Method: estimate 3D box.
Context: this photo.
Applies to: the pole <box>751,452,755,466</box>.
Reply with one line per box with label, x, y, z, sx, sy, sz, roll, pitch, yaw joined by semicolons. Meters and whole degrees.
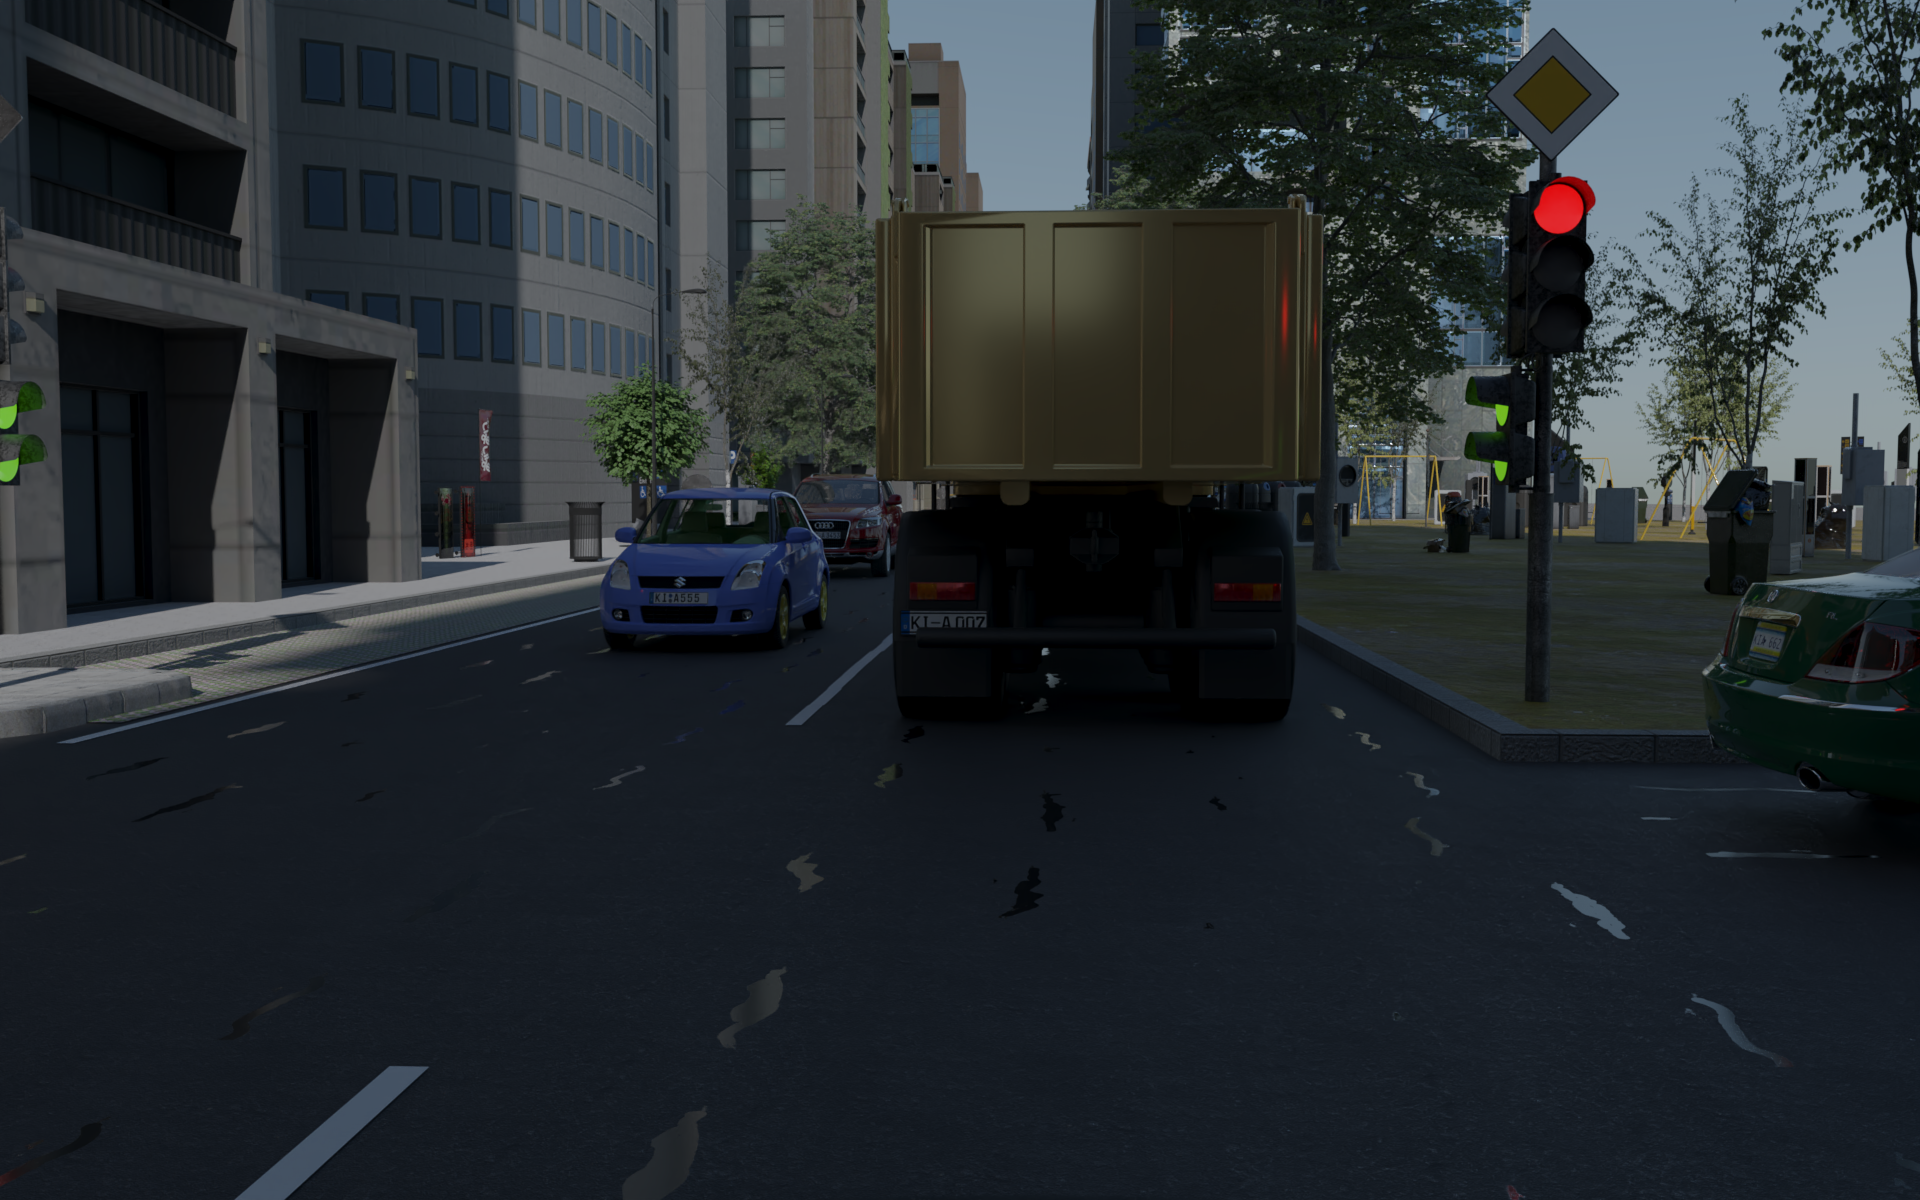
pole;-10.087;-5.536;84.351;0.158;3.312;0.155;0;3;0

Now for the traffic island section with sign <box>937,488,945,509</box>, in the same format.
traffic island section with sign;-1.124;-6.153;109.232;1.989;1.847;2.006;0;4;3

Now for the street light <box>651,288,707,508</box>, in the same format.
street light;-6.407;-4.081;39.258;1.470;5.913;1.316;0;4;3

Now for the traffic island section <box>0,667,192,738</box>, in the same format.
traffic island section;-6.426;0.673;11.285;2.009;0.180;2.903;0;4;3

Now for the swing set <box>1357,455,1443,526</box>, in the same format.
swing set;17.821;-4.470;70.700;3.119;2.851;2.862;0;4;3

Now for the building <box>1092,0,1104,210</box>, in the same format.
building;18.737;-30.799;153.679;14.600;45.320;14.200;0;4;3

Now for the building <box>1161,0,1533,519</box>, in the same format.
building;20.717;-48.225;101.144;22.319;86.520;31.000;0;4;3

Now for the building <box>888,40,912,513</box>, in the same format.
building;-10.503;-20.565;107.936;14.160;30.474;14.107;0;4;3

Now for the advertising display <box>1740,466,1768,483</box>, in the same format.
advertising display;18.251;-2.118;39.849;0.974;1.923;0.123;-3;4;-36

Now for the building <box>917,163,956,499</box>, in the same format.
building;-7.773;-23.217;151.293;14.160;30.474;14.107;0;4;3

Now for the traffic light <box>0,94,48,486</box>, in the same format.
traffic light;-6.386;-1.359;11.148;0.839;4.253;0.868;0;4;3

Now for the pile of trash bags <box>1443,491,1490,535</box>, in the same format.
pile of trash bags;16.470;-2.815;55.774;1.912;1.369;3.447;-1;4;-9

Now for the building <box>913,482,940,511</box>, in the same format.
building;-16.057;-17.429;130.003;27.650;21.520;28.899;0;4;3

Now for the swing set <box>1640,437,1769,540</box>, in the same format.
swing set;20.994;-3.108;48.438;2.862;2.851;3.119;3;5;44

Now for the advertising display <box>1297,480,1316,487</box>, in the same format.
advertising display;11.016;-3.002;54.294;0.974;1.923;0.123;0;4;-4

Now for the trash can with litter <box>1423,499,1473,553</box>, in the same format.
trash can with litter;10.687;-1.625;37.957;1.055;1.170;0.624;2;4;35

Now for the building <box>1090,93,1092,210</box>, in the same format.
building;24.625;-34.210;183.030;21.300;48.544;21.600;0;4;3

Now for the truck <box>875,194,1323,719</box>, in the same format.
truck;1.059;-1.147;14.686;3.469;3.379;9.791;0;4;3

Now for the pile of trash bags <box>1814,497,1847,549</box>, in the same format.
pile of trash bags;19.840;-1.892;40.687;1.912;1.369;3.447;2;4;31

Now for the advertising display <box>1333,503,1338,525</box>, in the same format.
advertising display;15.405;-4.033;71.152;0.123;1.923;0.974;-1;4;-21

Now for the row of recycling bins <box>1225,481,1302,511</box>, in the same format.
row of recycling bins;7.968;-2.351;45.558;1.069;1.692;3.534;2;4;35

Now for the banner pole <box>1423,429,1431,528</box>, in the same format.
banner pole;17.884;-4.661;66.220;0.401;3.779;0.863;0;4;7

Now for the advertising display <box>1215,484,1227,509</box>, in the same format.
advertising display;10.871;-4.062;71.623;0.974;1.923;0.123;-2;4;-29

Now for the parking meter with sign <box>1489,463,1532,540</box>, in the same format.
parking meter with sign;15.480;-3.235;49.160;0.543;3.016;1.738;3;5;44

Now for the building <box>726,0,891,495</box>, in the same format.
building;-11.421;-25.075;93.566;14.154;41.232;14.086;0;4;3

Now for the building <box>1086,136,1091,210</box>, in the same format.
building;26.270;-33.893;208.777;22.147;44.769;28.867;0;4;3

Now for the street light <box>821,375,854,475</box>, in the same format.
street light;-4.828;-5.805;67.450;1.470;5.913;1.316;0;4;3

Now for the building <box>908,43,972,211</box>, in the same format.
building;-6.631;-32.215;176.821;14.600;45.320;14.200;0;4;3

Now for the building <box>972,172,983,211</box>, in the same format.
building;-4.075;-35.794;235.339;14.600;45.320;14.200;0;4;3

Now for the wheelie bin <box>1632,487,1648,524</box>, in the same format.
wheelie bin;29.450;-4.127;75.385;0.980;1.594;0.693;-1;4;-22

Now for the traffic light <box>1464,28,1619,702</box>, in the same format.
traffic light;3.561;-1.328;10.627;0.839;4.253;0.868;0;4;3

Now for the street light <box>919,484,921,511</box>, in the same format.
street light;-2.138;-8.756;115.697;1.470;5.913;1.316;0;4;3

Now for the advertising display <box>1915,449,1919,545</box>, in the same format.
advertising display;13.328;-1.105;23.273;0.123;1.923;0.974;-2;4;-26

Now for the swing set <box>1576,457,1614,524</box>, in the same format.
swing set;26.720;-4.731;74.971;3.119;2.851;2.862;3;5;45

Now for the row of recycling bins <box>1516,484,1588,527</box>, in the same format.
row of recycling bins;23.327;-3.751;68.440;3.534;1.692;1.069;-1;4;-21

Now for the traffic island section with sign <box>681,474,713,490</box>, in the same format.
traffic island section with sign;-5.196;-1.550;33.963;1.989;1.847;2.006;0;4;3

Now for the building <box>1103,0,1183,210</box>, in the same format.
building;21.418;-36.058;131.555;21.231;58.520;28.212;0;4;3

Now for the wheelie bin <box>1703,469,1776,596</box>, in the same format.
wheelie bin;9.960;-0.870;22.139;0.693;1.594;0.980;0;4;-7

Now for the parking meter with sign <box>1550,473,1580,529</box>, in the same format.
parking meter with sign;21.832;-4.119;63.614;1.738;3.016;0.543;0;4;7

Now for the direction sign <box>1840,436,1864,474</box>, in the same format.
direction sign;35.063;-4.656;68.130;0.379;3.537;0.876;-3;4;-38

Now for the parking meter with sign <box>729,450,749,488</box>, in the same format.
parking meter with sign;-8.396;-4.419;68.517;1.738;3.016;0.543;2;4;31
